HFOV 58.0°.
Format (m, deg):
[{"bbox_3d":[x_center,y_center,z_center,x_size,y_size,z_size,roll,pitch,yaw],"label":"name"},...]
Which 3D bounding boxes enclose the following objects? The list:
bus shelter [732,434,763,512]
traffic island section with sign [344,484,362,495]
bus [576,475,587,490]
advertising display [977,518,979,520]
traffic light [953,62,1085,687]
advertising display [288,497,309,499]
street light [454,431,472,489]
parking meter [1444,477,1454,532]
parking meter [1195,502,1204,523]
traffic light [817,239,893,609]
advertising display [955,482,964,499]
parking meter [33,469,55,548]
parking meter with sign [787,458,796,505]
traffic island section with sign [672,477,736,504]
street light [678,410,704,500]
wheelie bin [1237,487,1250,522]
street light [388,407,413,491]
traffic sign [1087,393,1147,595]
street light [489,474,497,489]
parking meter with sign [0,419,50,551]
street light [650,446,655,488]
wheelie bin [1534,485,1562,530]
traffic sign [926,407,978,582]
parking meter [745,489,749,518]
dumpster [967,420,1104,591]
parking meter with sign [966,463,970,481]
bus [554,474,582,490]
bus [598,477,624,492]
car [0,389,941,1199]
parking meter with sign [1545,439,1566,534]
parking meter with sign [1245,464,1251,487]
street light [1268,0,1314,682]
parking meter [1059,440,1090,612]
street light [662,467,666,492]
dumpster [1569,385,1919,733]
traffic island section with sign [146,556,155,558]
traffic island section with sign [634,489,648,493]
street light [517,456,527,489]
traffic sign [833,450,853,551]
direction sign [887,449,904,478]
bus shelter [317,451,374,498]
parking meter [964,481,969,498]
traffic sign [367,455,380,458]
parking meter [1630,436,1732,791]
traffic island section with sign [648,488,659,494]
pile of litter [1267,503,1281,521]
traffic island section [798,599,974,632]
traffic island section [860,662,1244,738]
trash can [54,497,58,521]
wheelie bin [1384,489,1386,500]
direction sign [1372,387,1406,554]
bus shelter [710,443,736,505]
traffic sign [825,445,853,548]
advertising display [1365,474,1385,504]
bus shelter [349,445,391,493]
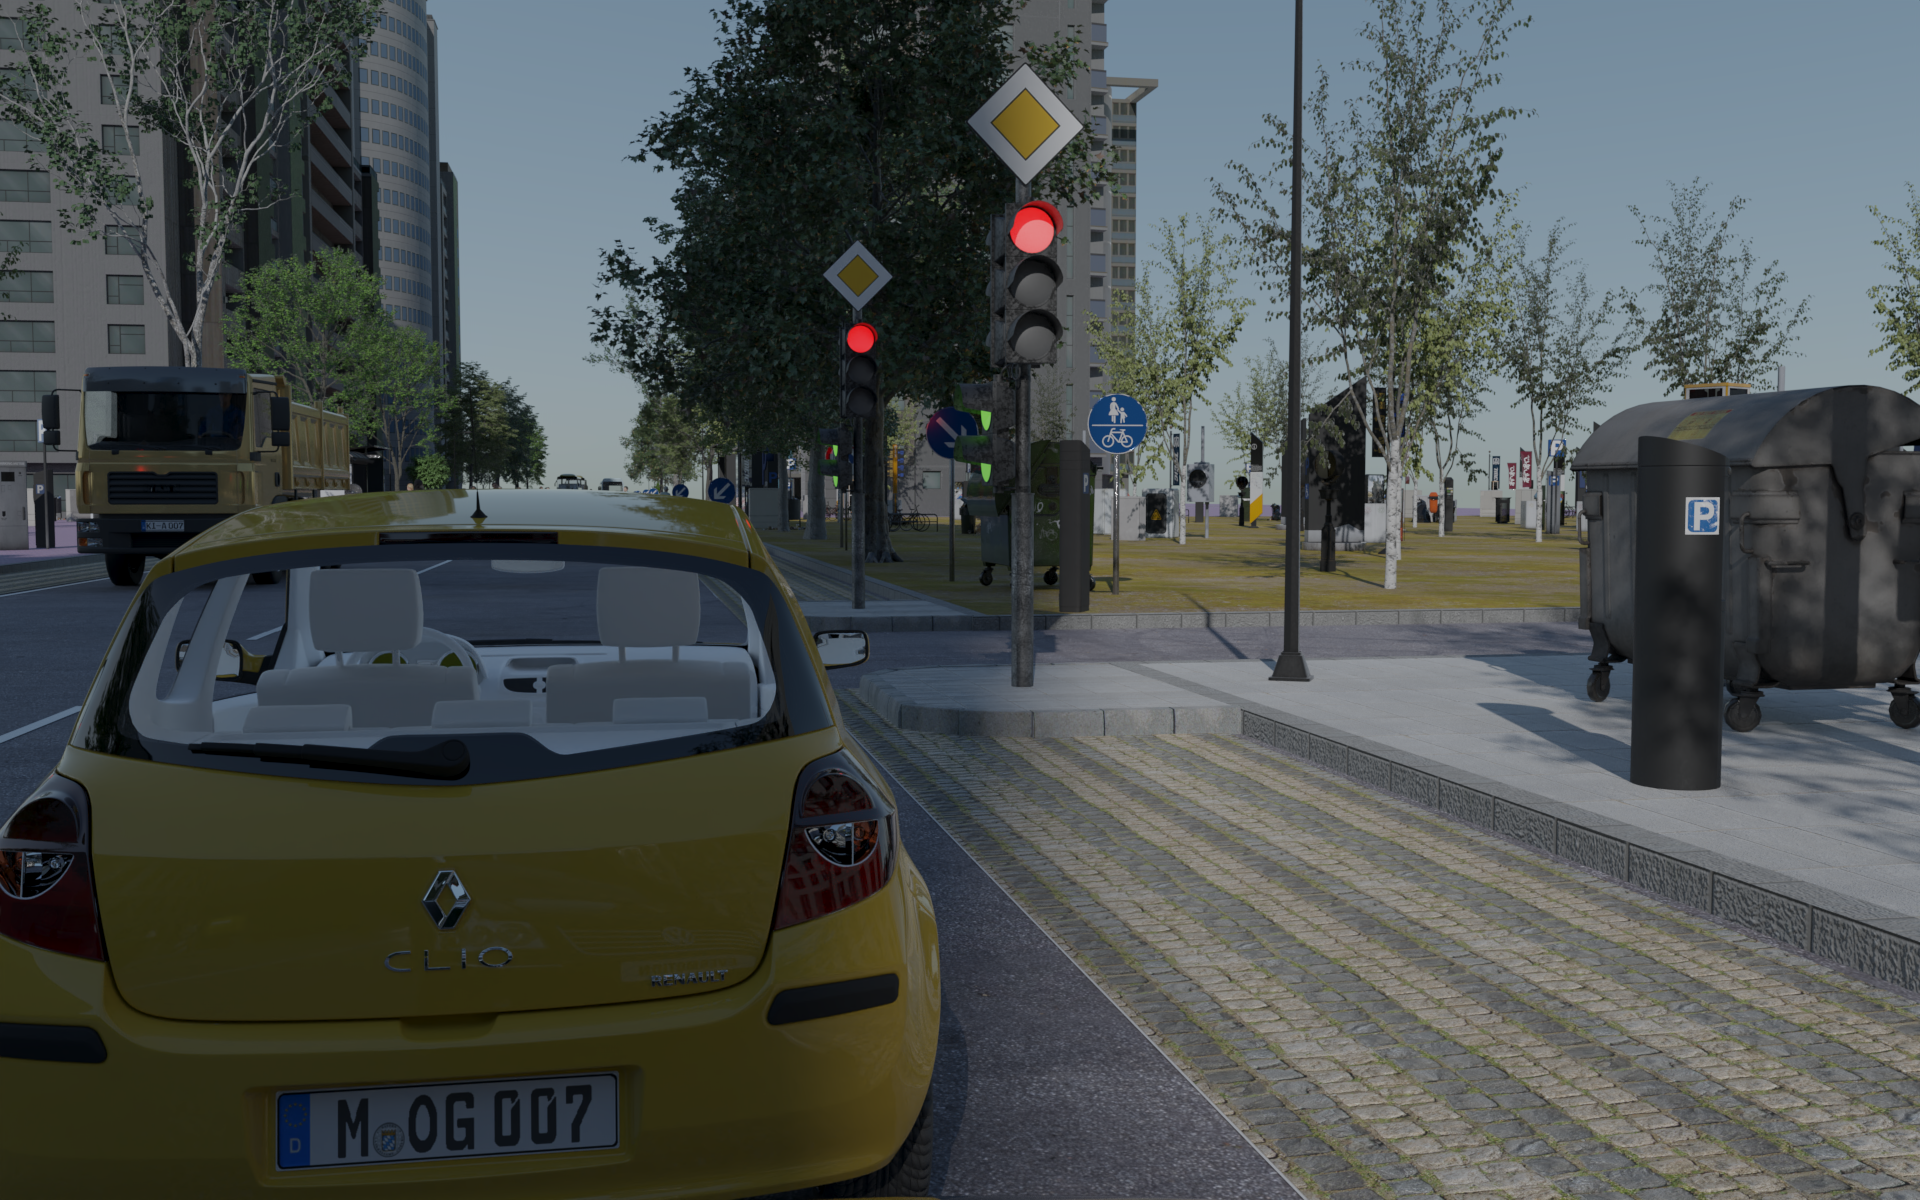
[{"bbox_3d":[-8.758,-5.956,75.009,2.179,5.291,8.768,-1,4,-11],"label":"bus shelter"},{"bbox_3d":[-23.081,-3.503,65.903,1.989,1.847,2.006,-1,4,-11],"label":"traffic island section with sign"},{"bbox_3d":[-50.754,-14.534,229.169,2.896,3.916,12.252,-1,4,-11],"label":"bus"},{"bbox_3d":[1.162,-4.865,84.760,0.123,1.923,0.974,-3,5,-40],"label":"advertising display"},{"bbox_3d":[0.397,-1.378,11.456,0.839,4.253,0.868,-1,4,-11],"label":"traffic light"},{"bbox_3d":[-32.594,-4.903,85.374,0.974,1.923,0.123,-1,4,-11],"label":"advertising display"},{"bbox_3d":[-36.915,-9.537,128.475,1.470,5.913,1.316,-1,4,-11],"label":"street light"},{"bbox_3d":[16.683,-3.269,59.153,0.255,1.863,0.399,0,4,3],"label":"parking meter"},{"bbox_3d":[10.786,-4.412,77.851,0.399,1.863,0.255,1,4,15],"label":"parking meter"},{"bbox_3d":[-1.157,-1.857,19.289,0.839,4.253,0.868,-1,4,-11],"label":"traffic light"},{"bbox_3d":[-0.123,-5.142,89.278,0.123,1.923,0.974,-3,4,-36],"label":"advertising display"},{"bbox_3d":[-21.817,-2.174,41.250,0.399,1.863,0.255,1,4,11],"label":"parking meter"},{"bbox_3d":[-8.471,-5.438,85.172,0.543,3.016,1.738,-1,4,-15],"label":"parking meter with sign"},{"bbox_3d":[-5.888,-2.025,41.738,1.989,1.847,2.006,-1,4,-11],"label":"traffic island section with sign"},{"bbox_3d":[-14.645,-7.484,94.910,1.470,5.913,1.316,-1,4,-11],"label":"street light"},{"bbox_3d":[13.460,-4.474,81.055,0.980,1.594,0.693,1,4,11],"label":"wheelie bin"},{"bbox_3d":[-29.706,-7.304,91.955,1.470,5.913,1.316,-1,4,-11],"label":"street light"},{"bbox_3d":[1.989,-1.340,22.009,0.768,2.556,0.104,0,4,-4],"label":"traffic sign"},{"bbox_3d":[-44.322,-11.778,165.105,1.470,5.913,1.316,-1,4,-11],"label":"street light"},{"bbox_3d":[-21.765,-2.649,39.567,0.543,3.016,1.738,3,5,42],"label":"parking meter with sign"},{"bbox_3d":[-30.960,-12.500,176.919,1.470,5.913,1.316,-1,4,-11],"label":"street light"},{"bbox_3d":[20.785,-3.269,61.362,0.980,1.594,0.693,0,4,-5],"label":"wheelie bin"},{"bbox_3d":[-0.116,-1.544,25.355,0.768,2.556,0.104,0,4,-2],"label":"traffic sign"},{"bbox_3d":[-8.529,-3.774,70.116,0.372,1.533,0.369,0,3,0],"label":"parking meter"},{"bbox_3d":[1.007,-1.280,23.422,1.502,2.255,1.985,-1,4,-11],"label":"dumpster"},{"bbox_3d":[1.249,-6.120,96.329,1.738,3.016,0.543,1,4,16],"label":"parking meter with sign"},{"bbox_3d":[-47.854,-13.489,212.097,2.896,3.916,12.252,-1,4,-10],"label":"bus"},{"bbox_3d":[-41.779,-13.008,207.540,2.948,3.499,13.247,-1,4,-13],"label":"bus"},{"bbox_3d":[-1.167,0.342,4.634,2.015,1.641,3.980,-1,4,-11],"label":"car"},{"bbox_3d":[19.214,-3.656,56.043,0.543,3.016,1.738,1,4,14],"label":"parking meter with sign"},{"bbox_3d":[16.464,-6.222,97.995,0.543,3.016,1.738,0,4,5],"label":"parking meter with sign"},{"bbox_3d":[1.761,-2.396,11.713,1.470,5.913,1.316,-1,4,-11],"label":"street light"},{"bbox_3d":[1.254,-0.807,18.912,0.255,1.863,0.399,1,4,20],"label":"parking meter"},{"bbox_3d":[-21.934,-9.738,131.756,1.470,5.913,1.316,-1,4,-11],"label":"street light"},{"bbox_3d":[4.575,-0.262,10.049,1.264,1.857,1.865,-1,4,-11],"label":"dumpster"},{"bbox_3d":[-17.821,-1.881,39.380,1.989,1.847,2.006,-1,4,-11],"label":"traffic island section with sign"},{"bbox_3d":[-26.159,-8.274,143.905,1.989,1.847,2.006,-1,4,-11],"label":"traffic island section with sign"},{"bbox_3d":[-53.325,-14.567,210.711,1.470,5.913,1.316,-1,4,-11],"label":"street light"},{"bbox_3d":[-2.582,-2.271,39.258,0.606,2.300,0.079,0,4,-7],"label":"traffic sign"},{"bbox_3d":[-3.222,-5.767,86.294,0.876,3.537,0.379,0,4,5],"label":"direction sign"},{"bbox_3d":[-28.464,-5.264,79.998,2.014,3.302,5.546,-1,4,-11],"label":"bus shelter"},{"bbox_3d":[0.352,-4.349,76.823,0.255,1.863,0.399,2,4,32],"label":"parking meter"},{"bbox_3d":[-31.278,-5.875,89.936,2.265,3.308,0.079,0,4,-8],"label":"traffic sign"},{"bbox_3d":[3.166,0.048,7.622,0.372,1.533,0.369,0,3,0],"label":"parking meter"},{"bbox_3d":[-11.130,-3.642,68.180,1.989,1.847,2.006,-1,4,-11],"label":"traffic island section with sign"},{"bbox_3d":[15.587,-4.308,84.397,1.176,0.858,1.719,0,4,-4],"label":"pile of litter"},{"bbox_3d":[-1.115,0.176,19.410,2.009,0.180,2.903,-1,4,-11],"label":"traffic island section"},{"bbox_3d":[0.439,0.655,11.578,2.009,0.180,2.903,-1,4,-11],"label":"traffic island section"},{"bbox_3d":[-40.698,-4.017,77.339,0.748,1.137,0.748,0,3,0],"label":"trash can"},{"bbox_3d":[23.331,-5.250,93.746,0.980,1.594,0.693,-1,4,-14],"label":"wheelie bin"},{"bbox_3d":[9.131,-2.749,36.937,0.876,3.537,0.379,-2,4,-26],"label":"direction sign"},{"bbox_3d":[-10.913,-5.601,82.864,1.731,3.624,6.357,-1,4,-11],"label":"bus shelter"},{"bbox_3d":[-2.835,-2.531,41.485,0.768,2.556,0.104,0,4,-5],"label":"traffic sign"},{"bbox_3d":[13.395,-3.105,55.977,0.974,1.923,0.123,-3,5,-44],"label":"advertising display"},{"bbox_3d":[-29.598,-5.805,86.196,1.731,3.624,6.357,-1,4,-11],"label":"bus shelter"}]
